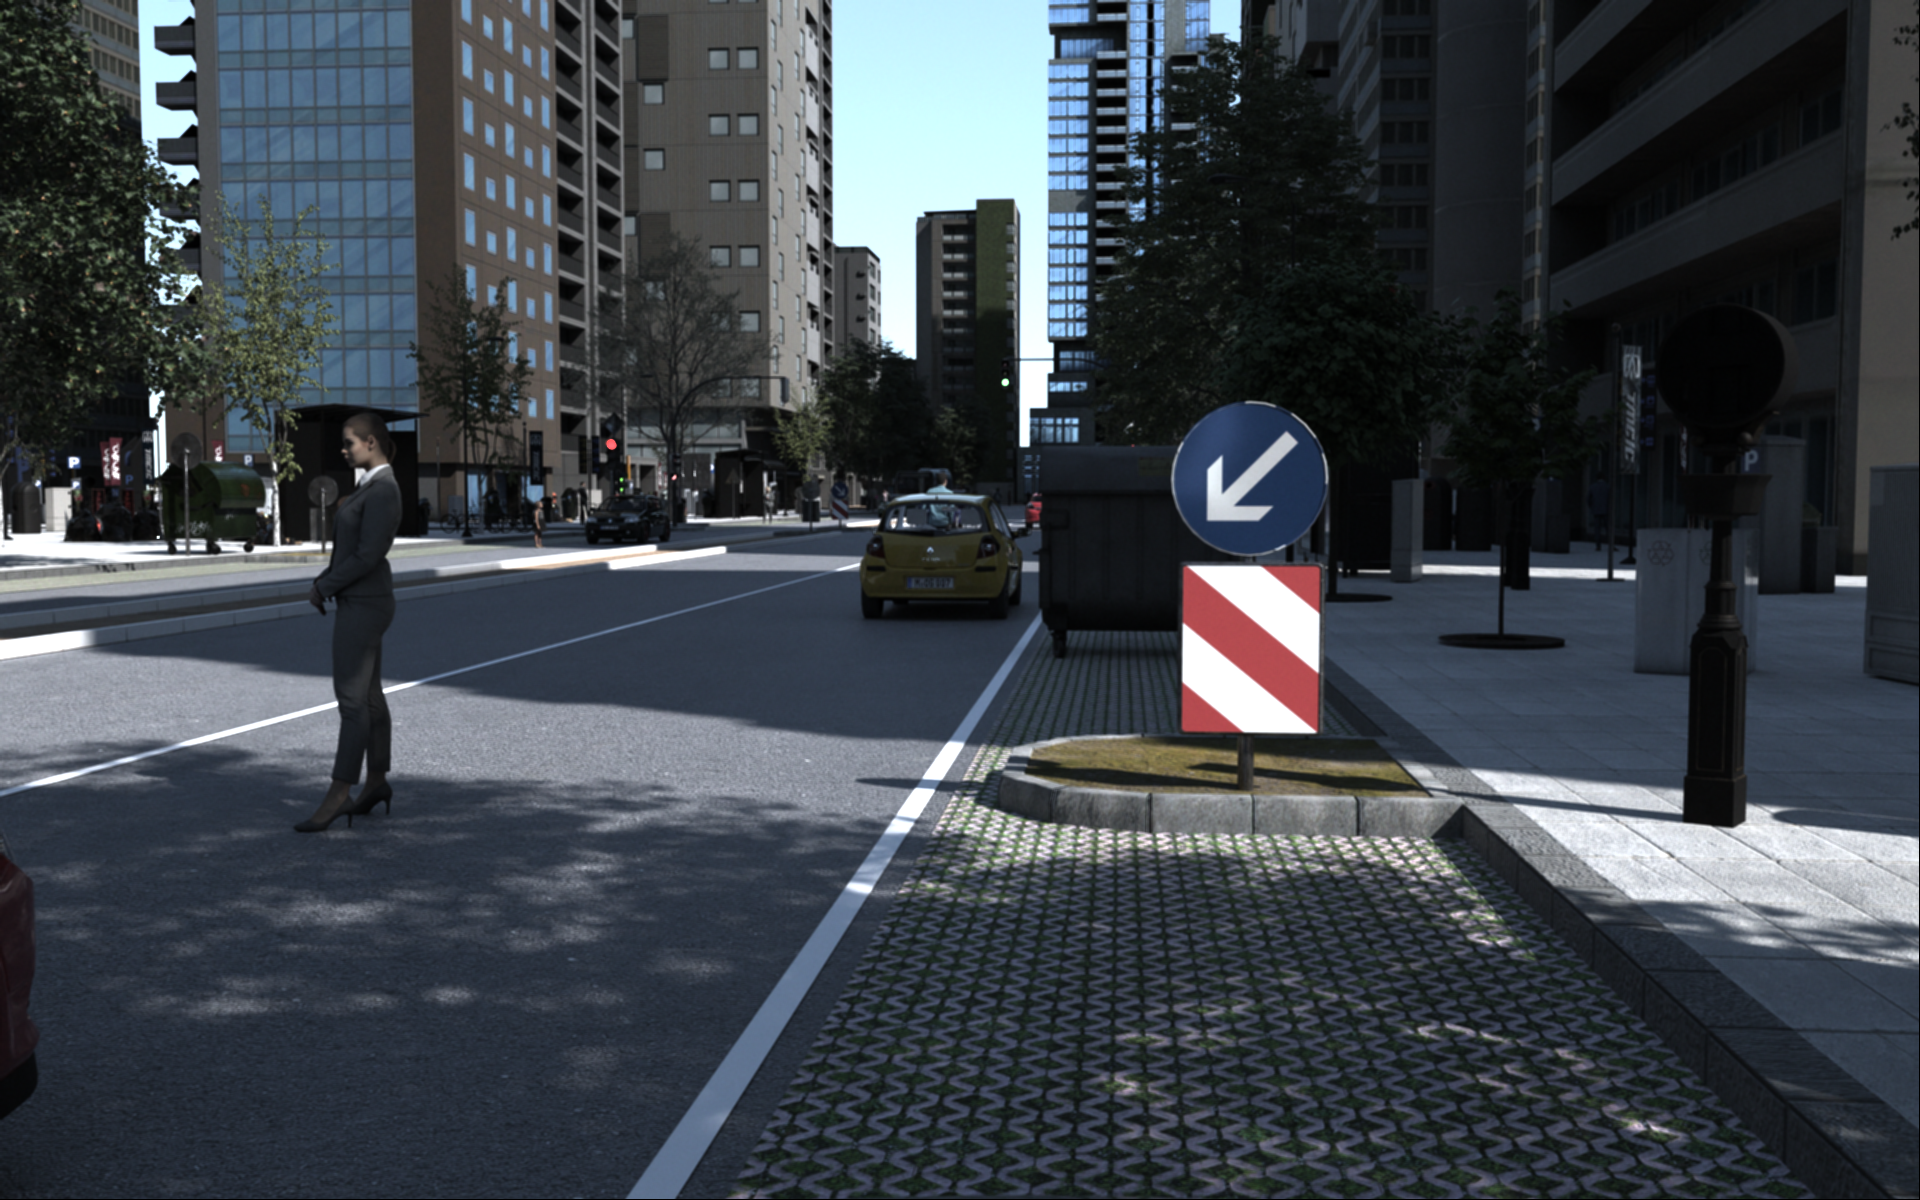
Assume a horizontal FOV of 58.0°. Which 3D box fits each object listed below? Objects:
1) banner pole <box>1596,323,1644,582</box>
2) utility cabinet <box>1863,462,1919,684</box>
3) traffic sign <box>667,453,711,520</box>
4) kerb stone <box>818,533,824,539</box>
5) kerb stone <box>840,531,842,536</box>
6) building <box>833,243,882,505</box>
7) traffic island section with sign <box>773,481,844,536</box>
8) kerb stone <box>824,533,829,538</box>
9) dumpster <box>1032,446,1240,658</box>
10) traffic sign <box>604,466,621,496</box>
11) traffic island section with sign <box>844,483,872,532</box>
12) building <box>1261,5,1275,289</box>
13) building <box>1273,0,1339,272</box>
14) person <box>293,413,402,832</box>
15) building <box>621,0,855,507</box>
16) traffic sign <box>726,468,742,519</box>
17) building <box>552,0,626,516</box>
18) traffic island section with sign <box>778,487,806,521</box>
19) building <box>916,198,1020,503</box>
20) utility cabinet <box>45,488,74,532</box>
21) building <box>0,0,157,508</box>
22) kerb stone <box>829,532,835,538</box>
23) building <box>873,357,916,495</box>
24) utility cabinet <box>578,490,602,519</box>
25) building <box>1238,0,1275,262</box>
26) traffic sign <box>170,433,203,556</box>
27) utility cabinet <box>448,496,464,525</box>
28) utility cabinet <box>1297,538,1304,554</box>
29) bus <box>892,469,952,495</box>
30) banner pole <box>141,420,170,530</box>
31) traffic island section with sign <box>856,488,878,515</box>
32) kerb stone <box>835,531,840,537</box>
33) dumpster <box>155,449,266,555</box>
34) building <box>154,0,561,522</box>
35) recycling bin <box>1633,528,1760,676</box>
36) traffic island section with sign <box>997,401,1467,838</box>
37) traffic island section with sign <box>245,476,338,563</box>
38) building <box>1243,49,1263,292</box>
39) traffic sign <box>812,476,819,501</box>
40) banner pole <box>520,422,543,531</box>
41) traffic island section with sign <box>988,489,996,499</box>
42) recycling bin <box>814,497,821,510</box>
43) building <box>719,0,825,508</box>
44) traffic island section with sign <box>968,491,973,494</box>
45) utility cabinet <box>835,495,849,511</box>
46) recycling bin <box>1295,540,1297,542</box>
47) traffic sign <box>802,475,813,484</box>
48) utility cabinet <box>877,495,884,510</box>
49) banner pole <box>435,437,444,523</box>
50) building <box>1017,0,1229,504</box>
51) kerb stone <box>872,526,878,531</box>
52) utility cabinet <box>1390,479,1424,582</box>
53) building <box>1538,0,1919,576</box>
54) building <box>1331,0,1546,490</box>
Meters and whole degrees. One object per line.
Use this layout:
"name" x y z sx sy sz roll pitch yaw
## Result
"banner pole" 9.791 -2.175 25.572 0.863 3.779 0.401 -2 4 -33
"utility cabinet" 6.515 -0.178 11.586 0.318 1.500 1.173 0 4 -1
"traffic sign" -13.519 -5.653 86.302 2.265 3.308 0.079 1 4 9
"kerb stone" -4.547 -2.013 55.108 0.120 0.150 1.000 0 4 5
"kerb stone" -4.174 -2.262 59.185 0.120 0.150 1.000 0 4 5
"building" -16.573 -26.408 203.479 14.107 30.474 14.160 0 4 5
"traffic island section with sign" -5.210 -3.124 59.206 2.006 1.907 1.989 0 4 5
"kerb stone" -4.460 -2.075 56.129 0.120 0.150 1.000 0 4 5
"dumpster" 1.607 -0.441 15.420 1.865 1.857 1.264 0 4 6
"traffic sign" -14.495 -4.405 72.135 0.768 2.556 0.104 1 4 14
"traffic island section with sign" -4.506 -3.575 66.580 2.006 1.907 1.989 0 4 5
"building" 32.781 -28.435 148.503 14.154 41.232 14.086 0 4 5
"building" 36.404 -32.461 119.975 28.713 52.752 27.495 0 4 5
"person" -2.715 0.072 7.603 0.573 1.790 0.520 -3 5 -40
"building" -21.907 -45.414 180.778 20.563 71.187 20.611 0 4 5
"traffic sign" -11.430 -5.345 87.396 0.884 2.594 0.081 1 4 14
"building" -31.068 -41.224 112.258 20.563 71.187 20.611 0 4 5
"traffic island section with sign" -8.506 -5.100 92.012 1.989 1.847 2.006 0 4 5
"building" 1.163 -34.160 242.117 14.086 41.232 14.154 0 4 5
"utility cabinet" -30.579 -3.068 58.845 0.318 1.500 1.173 0 4 7
"building" -61.944 -24.726 96.148 23.993 40.220 32.217 0 4 5
"kerb stone" -4.353 -2.138 57.149 0.120 0.150 1.000 0 4 5
"building" -19.713 -24.784 250.264 28.899 21.520 27.650 0 4 5
"utility cabinet" -19.088 -4.937 89.404 1.173 1.500 0.318 -1 4 -12
"building" 40.004 -46.217 193.904 20.563 71.187 20.611 0 4 5
"traffic sign" -16.047 -2.191 35.929 0.768 2.556 0.104 1 4 13
"utility cabinet" -20.757 -3.681 71.346 0.306 1.237 1.020 0 4 5
"utility cabinet" 7.602 -1.670 35.983 1.173 1.500 0.318 3 5 43
"bus" -2.507 -7.800 122.393 2.948 3.499 13.247 0 4 6
"banner pole" -26.912 -4.143 57.762 0.863 3.779 0.401 1 4 12
"traffic island section with sign" -5.984 -6.741 118.850 1.989 1.847 2.006 0 4 5
"kerb stone" -4.268 -2.199 58.168 0.120 0.150 1.000 0 4 5
"dumpster" -16.078 -2.121 37.168 1.502 2.255 1.985 0 4 5
"building" -28.800 -26.583 84.749 14.600 45.320 14.200 0 4 5
"recycling bin" 5.314 0.004 12.492 0.722 1.027 0.722 2 4 33
"traffic island section with sign" 1.202 0.027 8.183 1.989 1.847 2.006 0 4 5
"traffic island section with sign" -13.715 -1.715 36.665 1.989 1.847 2.006 0 4 5
"building" 39.077 -31.484 169.391 22.147 44.769 28.867 0 4 5
"traffic sign" -10.296 -7.433 121.634 0.768 2.556 0.104 0 4 6
"banner pole" -14.910 -4.300 60.327 0.863 3.779 0.401 -2 4 -27
"traffic island section with sign" 2.525 -8.150 141.390 2.006 1.907 1.989 0 4 5
"recycling bin" -11.394 -7.588 136.614 0.722 1.027 0.722 0 4 5
"building" -27.976 -34.774 157.797 28.713 52.752 27.495 0 4 5
"traffic island section with sign" 1.263 -11.442 195.707 1.989 1.847 2.006 0 4 5
"utility cabinet" -8.774 -7.189 128.701 1.020 1.237 0.306 2 4 26
"recycling bin" 9.504 -2.089 46.708 0.722 1.027 0.722 -3 5 -39
"traffic sign" -10.088 -7.007 114.666 0.768 2.556 0.104 1 4 12
"utility cabinet" -6.395 -7.838 139.312 0.306 1.237 1.020 1 4 12
"banner pole" -23.011 -5.283 76.398 0.401 3.779 0.863 -1 4 -13
"building" 24.210 -56.861 242.355 31.000 86.520 22.319 0 4 5
"kerb stone" -3.254 -2.856 68.899 0.120 0.150 1.000 0 4 5
"utility cabinet" 6.580 -1.030 25.515 0.318 1.500 1.173 1 4 22
"building" 25.551 -25.159 35.049 21.300 48.544 21.600 0 4 5
"building" 32.079 -24.216 87.812 23.993 40.220 32.217 0 4 5
